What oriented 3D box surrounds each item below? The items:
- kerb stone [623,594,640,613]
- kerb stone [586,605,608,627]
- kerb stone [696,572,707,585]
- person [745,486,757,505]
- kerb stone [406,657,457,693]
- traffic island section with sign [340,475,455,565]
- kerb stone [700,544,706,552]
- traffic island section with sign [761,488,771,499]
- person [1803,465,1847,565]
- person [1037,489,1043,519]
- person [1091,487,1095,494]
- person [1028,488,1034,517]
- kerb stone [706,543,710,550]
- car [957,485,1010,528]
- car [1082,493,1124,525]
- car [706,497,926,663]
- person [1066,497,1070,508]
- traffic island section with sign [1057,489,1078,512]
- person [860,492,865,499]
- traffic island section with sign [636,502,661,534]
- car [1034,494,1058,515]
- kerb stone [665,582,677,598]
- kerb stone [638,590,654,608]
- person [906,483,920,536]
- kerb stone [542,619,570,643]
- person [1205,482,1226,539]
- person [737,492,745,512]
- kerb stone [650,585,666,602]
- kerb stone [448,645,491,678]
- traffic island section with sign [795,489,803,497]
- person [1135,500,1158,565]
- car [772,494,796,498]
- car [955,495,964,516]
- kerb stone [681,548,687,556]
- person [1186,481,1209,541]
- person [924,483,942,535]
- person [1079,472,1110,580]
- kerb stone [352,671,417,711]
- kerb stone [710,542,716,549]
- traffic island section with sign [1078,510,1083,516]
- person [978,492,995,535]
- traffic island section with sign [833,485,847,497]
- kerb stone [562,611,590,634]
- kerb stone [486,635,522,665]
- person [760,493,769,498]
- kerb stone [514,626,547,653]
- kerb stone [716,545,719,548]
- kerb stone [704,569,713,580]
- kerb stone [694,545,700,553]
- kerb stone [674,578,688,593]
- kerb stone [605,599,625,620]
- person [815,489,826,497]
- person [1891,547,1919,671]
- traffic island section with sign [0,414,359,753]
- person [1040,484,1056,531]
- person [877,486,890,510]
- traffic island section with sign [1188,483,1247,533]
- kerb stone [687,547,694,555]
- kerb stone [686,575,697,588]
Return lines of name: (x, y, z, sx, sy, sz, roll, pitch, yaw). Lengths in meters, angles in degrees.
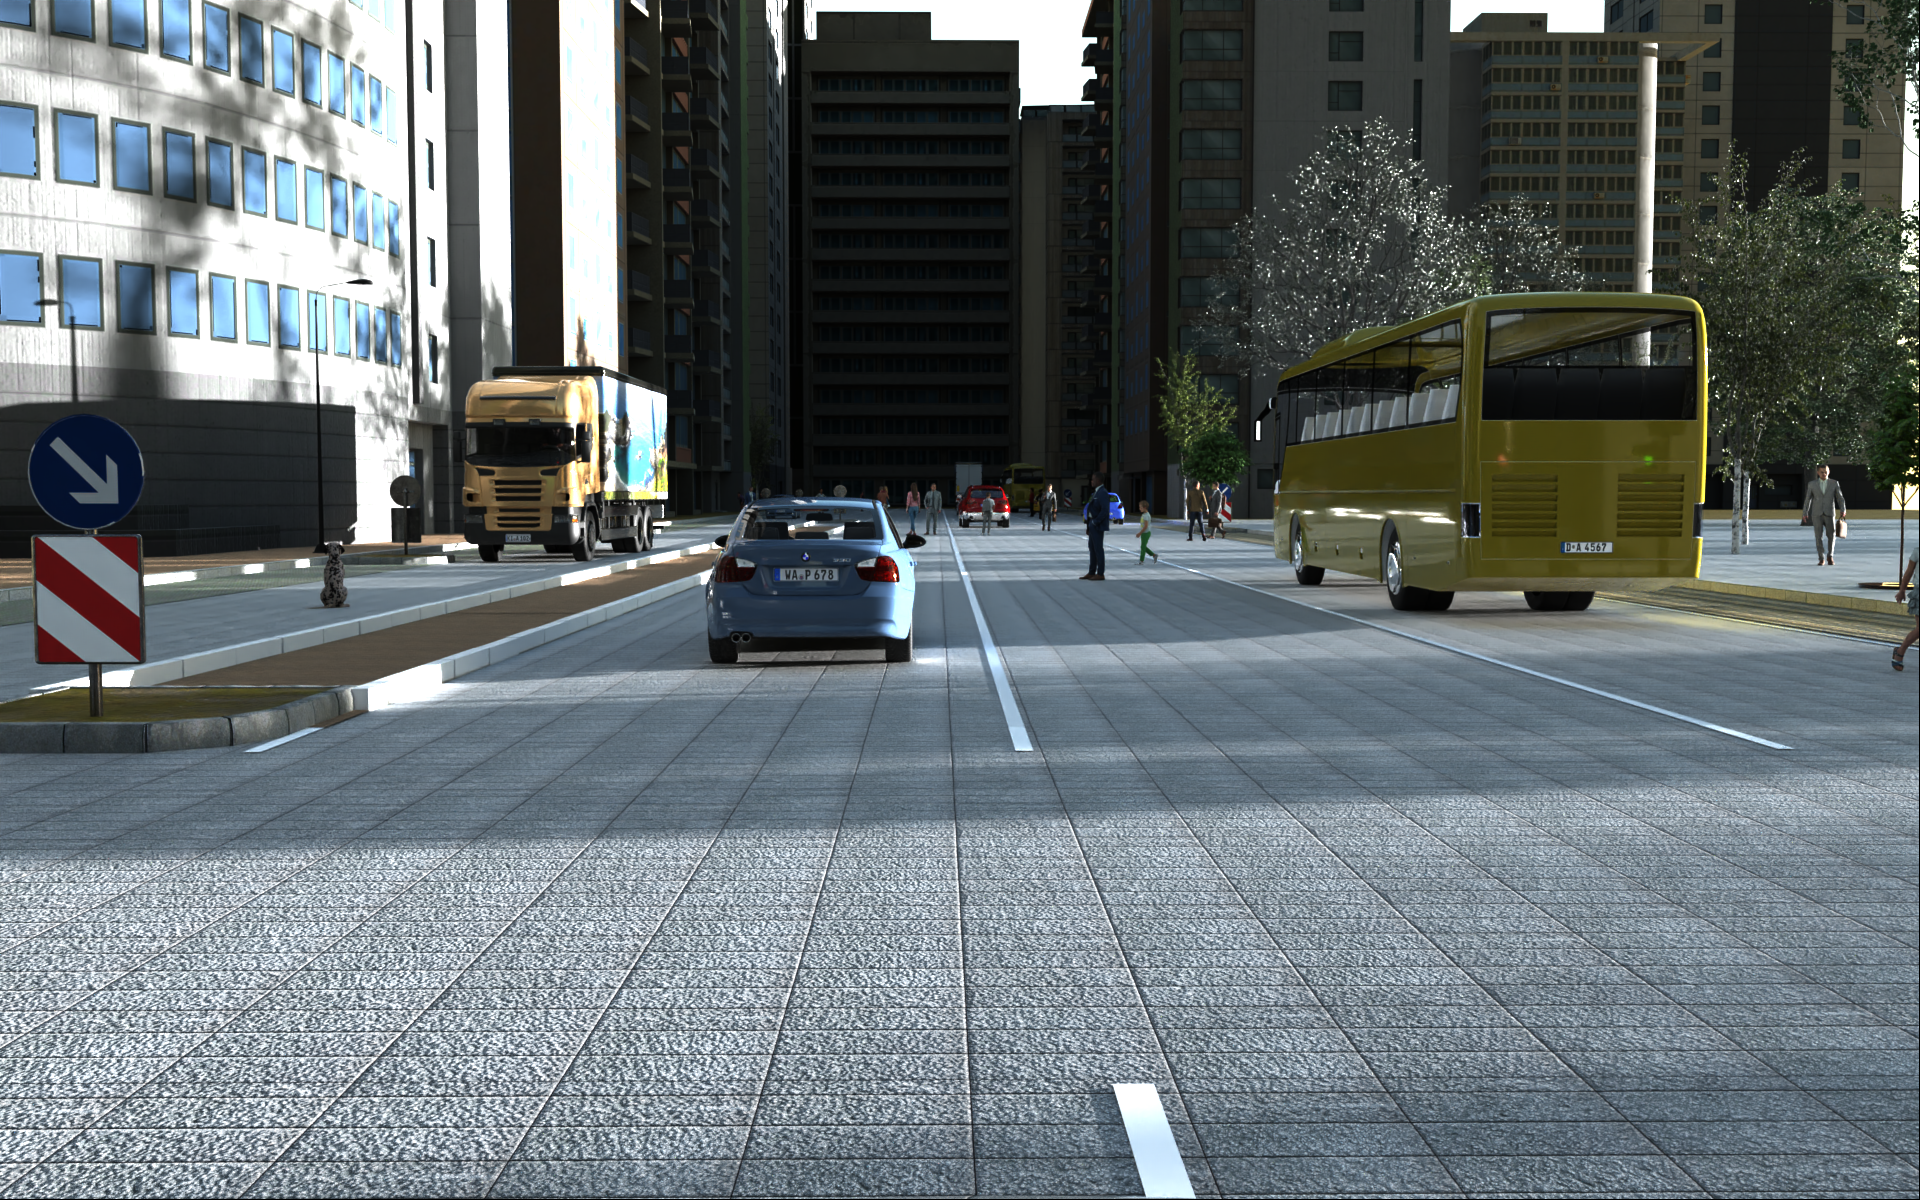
kerb stone: (-4.081, 0.067, 21.122, 0.120, 0.150, 1.000, 0, 4, -1)
kerb stone: (-4.058, 0.192, 19.077, 0.120, 0.150, 1.000, 0, 4, -1)
kerb stone: (-4.161, -0.307, 27.286, 0.120, 0.150, 1.000, 0, 4, -1)
person: (-10.182, -4.605, 83.971, 0.721, 1.800, 0.419, -2, 4, -31)
kerb stone: (-3.978, 0.569, 12.932, 0.120, 0.150, 1.000, 0, 4, -1)
traffic island section with sign: (-11.583, -1.663, 35.817, 1.989, 1.847, 2.006, 0, 4, -1)
kerb stone: (-6.456, -1.251, 42.645, 0.120, 0.150, 1.000, 0, 4, -1)
traffic island section with sign: (-12.594, -6.362, 112.651, 1.989, 1.847, 2.006, 0, 4, -1)
person: (15.554, -1.528, 31.148, 0.709, 1.813, 0.853, 1, 4, 22)
person: (4.701, -5.441, 98.284, 0.721, 1.723, 1.217, -2, 4, -31)
person: (10.304, -7.803, 133.258, 0.705, 1.869, 1.348, 0, 4, -1)
person: (4.480, -6.131, 108.686, 0.705, 1.831, 1.348, 1, 4, 14)
kerb stone: (-6.482, -1.314, 43.675, 0.120, 0.150, 1.000, 0, 4, -1)
car: (1.027, -4.067, 75.167, 2.281, 1.827, 5.304, 0, 4, -3)
car: (6.833, -4.469, 82.663, 1.945, 1.707, 3.694, 0, 4, -1)
car: (-1.311, -0.247, 16.034, 2.014, 1.417, 4.499, 0, 4, -2)
person: (10.095, -9.395, 161.117, 0.415, 1.643, 0.593, 1, 4, 15)
traffic island section with sign: (8.575, -8.059, 140.386, 1.989, 1.847, 2.006, 0, 4, -1)
person: (-8.000, -8.106, 142.509, 0.415, 1.643, 0.593, -1, 4, -12)
traffic island section with sign: (-11.931, -3.311, 62.770, 1.989, 1.847, 2.006, 0, 4, -1)
car: (5.956, -6.880, 122.715, 2.015, 1.641, 3.980, 0, 4, 1)
kerb stone: (-4.123, -0.123, 24.202, 0.120, 0.150, 1.000, 0, 4, -1)
kerb stone: (-4.092, 0.004, 22.148, 0.120, 0.150, 1.000, 0, 4, -1)
person: (-1.582, -3.092, 59.064, 0.555, 1.821, 0.388, -3, 5, -40)
kerb stone: (-4.030, 0.320, 17.032, 0.120, 0.150, 1.000, 0, 4, -1)
person: (8.221, -2.868, 55.361, 0.822, 1.834, 0.622, -1, 4, -18)
person: (-14.880, -6.626, 117.612, 0.421, 1.427, 0.697, 1, 4, 22)
kerb stone: (-4.105, -0.060, 23.180, 0.120, 0.150, 1.000, 0, 4, -1)
kerb stone: (-3.989, 0.505, 13.960, 0.120, 0.150, 1.000, 0, 4, -1)
traffic island section with sign: (-12.950, -8.036, 140.009, 1.989, 1.847, 2.006, 0, 4, -1)
person: (3.792, -1.370, 35.148, 0.590, 1.304, 0.306, -2, 4, -27)
car: (-10.286, -5.445, 101.036, 2.014, 1.417, 4.499, 0, 4, -1)
car: (0.739, -6.347, 116.138, 2.083, 1.381, 4.827, 0, 4, -2)
kerb stone: (-6.425, -1.062, 39.566, 0.120, 0.150, 1.000, 0, 4, -1)
person: (7.260, -2.723, 52.925, 0.656, 1.842, 0.836, -2, 4, -29)
person: (-0.964, -3.212, 61.120, 0.635, 1.810, 0.391, 0, 4, -3)
person: (2.285, -1.232, 28.820, 0.419, 1.800, 0.721, -1, 4, -14)
kerb stone: (-3.963, 0.629, 11.908, 0.120, 0.150, 1.000, 0, 4, -1)
kerb stone: (-6.487, -1.377, 44.703, 0.120, 0.150, 1.000, 0, 4, -1)
traffic island section with sign: (8.926, -6.394, 113.168, 1.989, 1.847, 2.006, 0, 4, -1)
person: (0.932, -3.010, 60.315, 0.503, 1.515, 0.523, -3, 4, -38)
traffic island section with sign: (-5.969, -4.741, 85.644, 2.006, 1.907, 1.989, 0, 4, -1)
kerb stone: (-4.046, 0.254, 18.054, 0.120, 0.150, 1.000, 0, 4, -1)
kerb stone: (-3.996, 0.445, 14.984, 0.120, 0.150, 1.000, 0, 4, -1)
person: (-14.859, -7.501, 131.915, 0.697, 1.427, 0.421, 0, 3, 0)
kerb stone: (-4.017, 0.379, 16.006, 0.120, 0.150, 1.000, 0, 4, -1)
kerb stone: (-6.505, -1.437, 45.725, 0.120, 0.150, 1.000, 0, 4, -1)
kerb stone: (-4.171, -0.374, 28.310, 0.120, 0.150, 1.000, 0, 4, -1)
kerb stone: (-6.451, -1.187, 41.622, 0.120, 0.150, 1.000, 0, 4, -1)
kerb stone: (-4.136, -0.186, 25.236, 0.120, 0.150, 1.000, 0, 4, -1)
kerb stone: (-4.067, 0.129, 20.099, 0.120, 0.150, 1.000, 0, 4, -1)
person: (-7.402, -5.105, 92.753, 1.217, 1.735, 0.721, -2, 4, -33)
person: (7.799, -0.024, 13.901, 0.505, 1.210, 0.382, 0, 4, 8)
traffic island section with sign: (-4.979, -0.145, 10.512, 2.006, 1.907, 1.989, 0, 4, -1)
person: (3.437, -3.603, 67.369, 0.622, 1.834, 0.822, 0, 4, 1)
person: (-3.725, -4.675, 84.908, 0.573, 1.828, 0.580, 2, 4, 30)
traffic island section with sign: (9.559, -3.419, 64.528, 1.989, 1.847, 2.006, 0, 4, -1)
kerb stone: (-6.437, -1.121, 40.597, 0.120, 0.150, 1.000, 0, 4, -1)
kerb stone: (-4.153, -0.248, 26.258, 0.120, 0.150, 1.000, 0, 4, -1)
